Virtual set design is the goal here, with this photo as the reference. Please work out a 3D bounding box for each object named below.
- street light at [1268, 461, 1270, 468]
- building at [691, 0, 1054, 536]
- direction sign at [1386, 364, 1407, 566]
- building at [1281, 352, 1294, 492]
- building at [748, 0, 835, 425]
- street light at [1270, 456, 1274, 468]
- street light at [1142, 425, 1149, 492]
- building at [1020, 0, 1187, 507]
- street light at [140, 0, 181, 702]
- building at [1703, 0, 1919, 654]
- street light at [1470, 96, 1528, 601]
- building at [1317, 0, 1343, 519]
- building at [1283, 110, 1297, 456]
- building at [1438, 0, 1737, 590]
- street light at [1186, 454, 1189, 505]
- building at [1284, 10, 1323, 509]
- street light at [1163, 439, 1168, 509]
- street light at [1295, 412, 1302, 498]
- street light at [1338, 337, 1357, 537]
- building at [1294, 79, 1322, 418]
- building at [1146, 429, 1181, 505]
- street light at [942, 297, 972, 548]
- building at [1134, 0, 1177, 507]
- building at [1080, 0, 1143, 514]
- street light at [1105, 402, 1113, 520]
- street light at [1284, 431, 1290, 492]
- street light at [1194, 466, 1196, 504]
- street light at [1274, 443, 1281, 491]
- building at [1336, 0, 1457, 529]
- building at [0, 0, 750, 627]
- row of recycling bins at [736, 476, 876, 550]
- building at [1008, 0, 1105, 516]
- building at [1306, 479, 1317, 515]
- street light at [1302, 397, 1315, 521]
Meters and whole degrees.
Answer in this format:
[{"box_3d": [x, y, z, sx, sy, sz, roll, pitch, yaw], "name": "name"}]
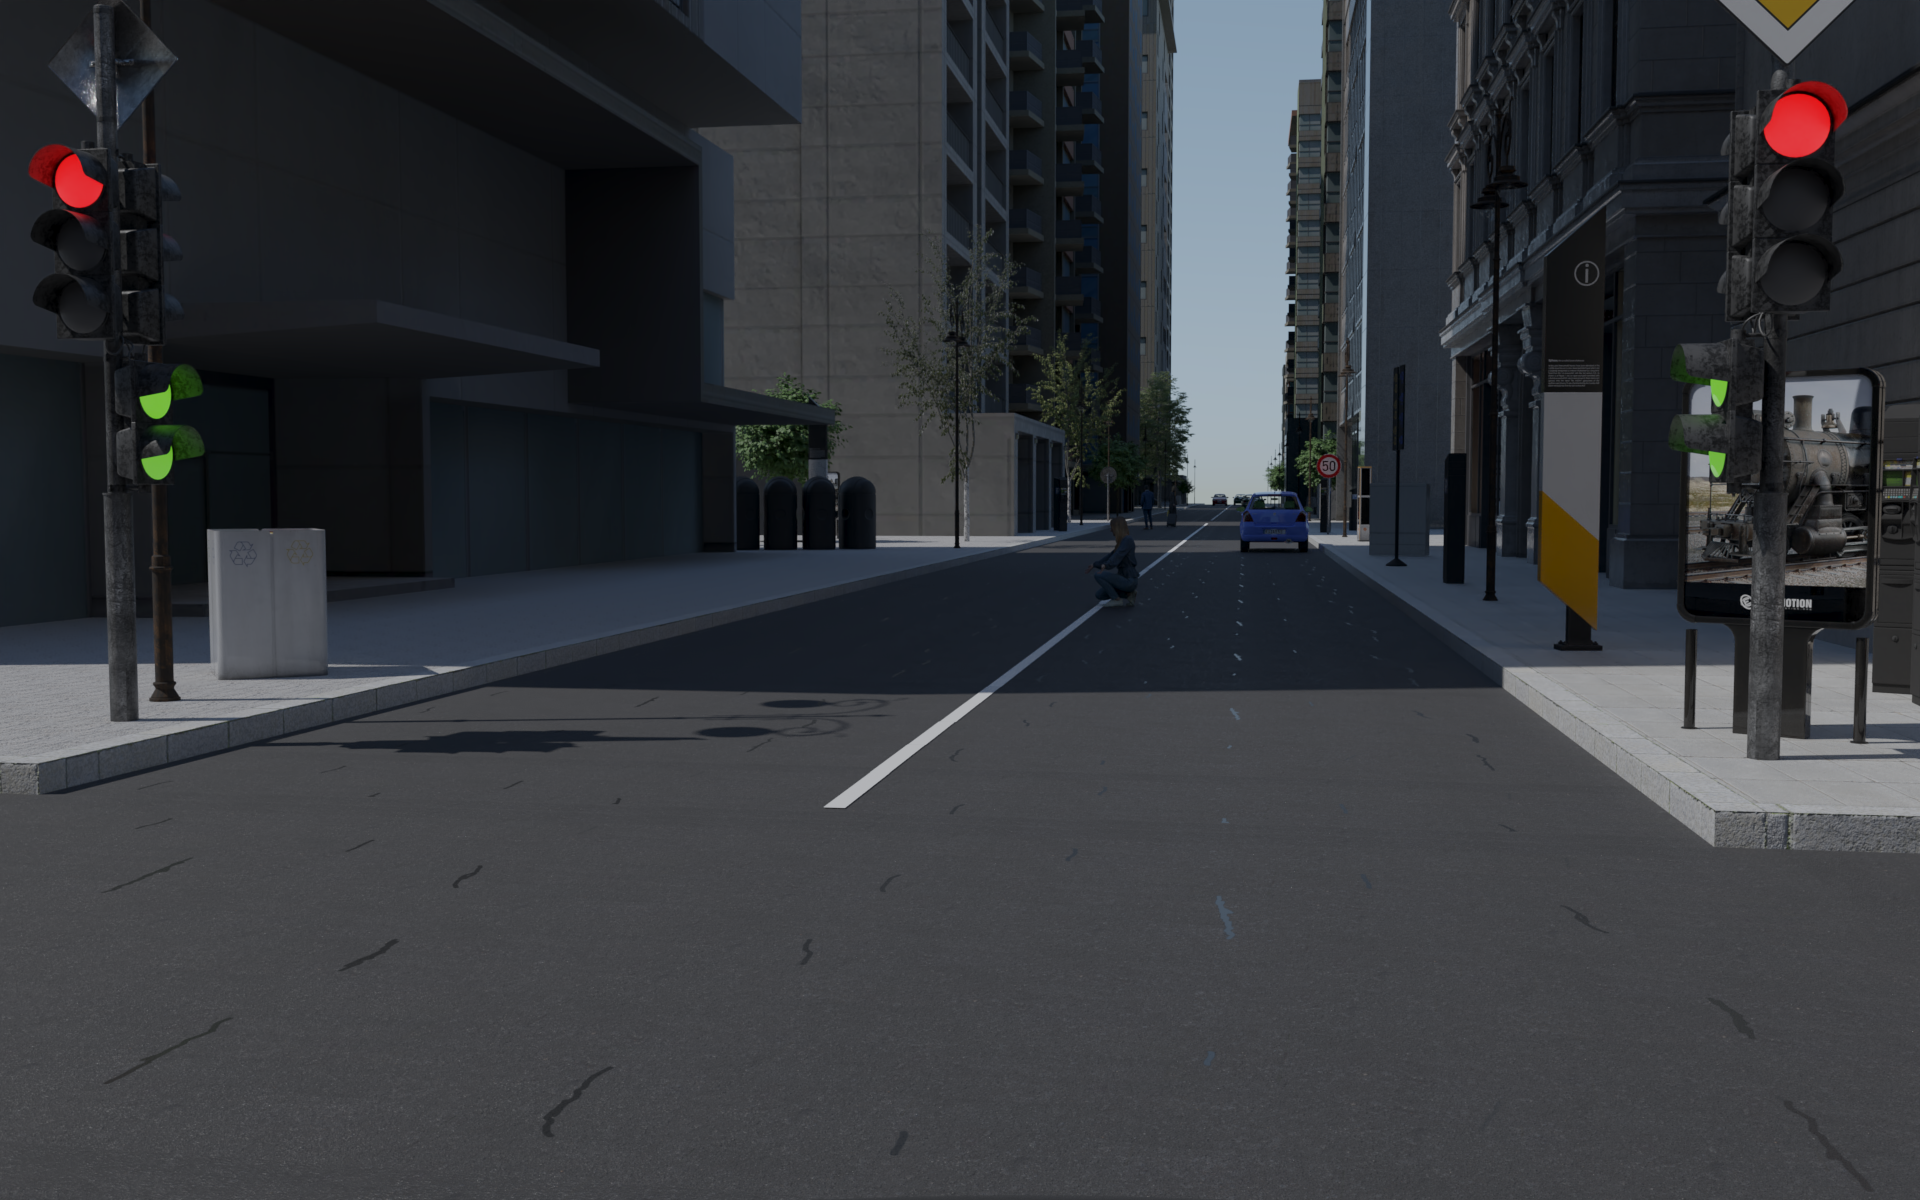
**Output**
[{"box_3d": [37.431, -14.408, 208.362, 0.468, 5.910, 1.993, 1, 4, 9], "name": "street light"}, {"box_3d": [-6.752, -38.152, 62.037, 20.563, 71.187, 20.611, 1, 4, 9], "name": "building"}, {"box_3d": [7.778, -2.371, 30.762, 0.379, 3.537, 0.876, 0, 4, 3], "name": "direction sign"}, {"box_3d": [55.736, -23.116, 222.991, 27.650, 21.520, 28.899, 1, 4, 9], "name": "building"}, {"box_3d": [0.648, -33.817, 142.149, 28.713, 52.752, 27.495, 1, 4, 9], "name": "building"}, {"box_3d": [32.396, -12.556, 178.080, 0.468, 5.910, 1.993, 1, 4, 9], "name": "street light"}, {"box_3d": [12.372, -8.739, 115.672, 0.468, 5.910, 1.993, 1, 4, 9], "name": "street light"}, {"box_3d": [19.861, -48.381, 229.287, 20.563, 71.187, 20.611, 1, 4, 9], "name": "building"}, {"box_3d": [-4.939, -2.312, 10.581, 0.468, 5.910, 1.993, 1, 4, 9], "name": "street light"}, {"box_3d": [16.339, -9.026, 12.199, 19.286, 19.102, 10.561, 1, 4, 9], "name": "building"}, {"box_3d": [6.384, -2.929, 20.671, 0.468, 5.910, 1.993, 1, 4, 9], "name": "street light"}, {"box_3d": [26.561, -19.693, 93.680, 14.160, 30.474, 14.107, 1, 4, 9], "name": "building"}, {"box_3d": [47.713, -32.976, 193.786, 22.147, 44.769, 28.867, 1, 4, 9], "name": "building"}, {"box_3d": [16.541, -11.660, 41.549, 10.553, 20.767, 40.483, 1, 4, 9], "name": "building"}, {"box_3d": [26.014, -13.782, 198.122, 0.468, 5.910, 1.993, 1, 4, 9], "name": "street light"}, {"box_3d": [37.839, -50.430, 137.201, 22.319, 86.520, 31.000, 1, 4, 9], "name": "building"}, {"box_3d": [17.279, -10.581, 145.788, 0.468, 5.910, 1.993, 1, 4, 9], "name": "street light"}, {"box_3d": [19.038, -7.614, 97.275, 0.468, 5.910, 1.993, 1, 4, 9], "name": "street light"}, {"box_3d": [11.439, -4.803, 51.312, 0.468, 5.910, 1.993, 1, 4, 9], "name": "street light"}, {"box_3d": [40.624, -29.954, 173.334, 14.154, 41.232, 14.086, 1, 4, 9], "name": "building"}, {"box_3d": [10.353, -31.606, 208.642, 32.217, 40.220, 23.993, 1, 4, 9], "name": "building"}, {"box_3d": [-0.069, -4.162, 40.838, 0.468, 5.910, 1.993, 1, 4, 9], "name": "street light"}, {"box_3d": [7.803, -36.294, 182.637, 28.713, 52.752, 27.495, 1, 4, 9], "name": "building"}, {"box_3d": [5.228, -28.747, 120.123, 14.600, 45.320, 14.200, 1, 4, 9], "name": "building"}, {"box_3d": [7.352, -6.896, 85.543, 0.468, 5.910, 1.993, 1, 4, 9], "name": "street light"}, {"box_3d": [24.051, -9.460, 127.463, 0.468, 5.910, 1.993, 1, 4, 9], "name": "street light"}, {"box_3d": [30.982, -15.643, 228.553, 0.468, 5.910, 1.993, 1, 4, 9], "name": "street light"}, {"box_3d": [29.047, -11.300, 157.547, 0.468, 5.910, 1.993, 1, 4, 9], "name": "street light"}, {"box_3d": [22.300, -15.498, 71.417, 12.078, 24.808, 19.932, 1, 4, 9], "name": "building"}, {"box_3d": [-18.110, -26.654, 25.027, 28.713, 52.752, 27.495, 1, 4, 9], "name": "building"}, {"box_3d": [-3.687, -2.017, 40.089, 3.534, 1.692, 1.069, -1, 4, -14], "name": "row of recycling bins"}, {"box_3d": [-3.369, -27.226, 99.770, 22.147, 44.769, 28.867, 1, 4, 9], "name": "building"}, {"box_3d": [39.000, -25.610, 110.608, 32.217, 40.220, 23.993, 1, 4, 9], "name": "building"}, {"box_3d": [16.458, -6.643, 81.393, 0.468, 5.910, 1.993, 1, 4, 9], "name": "street light"}]
